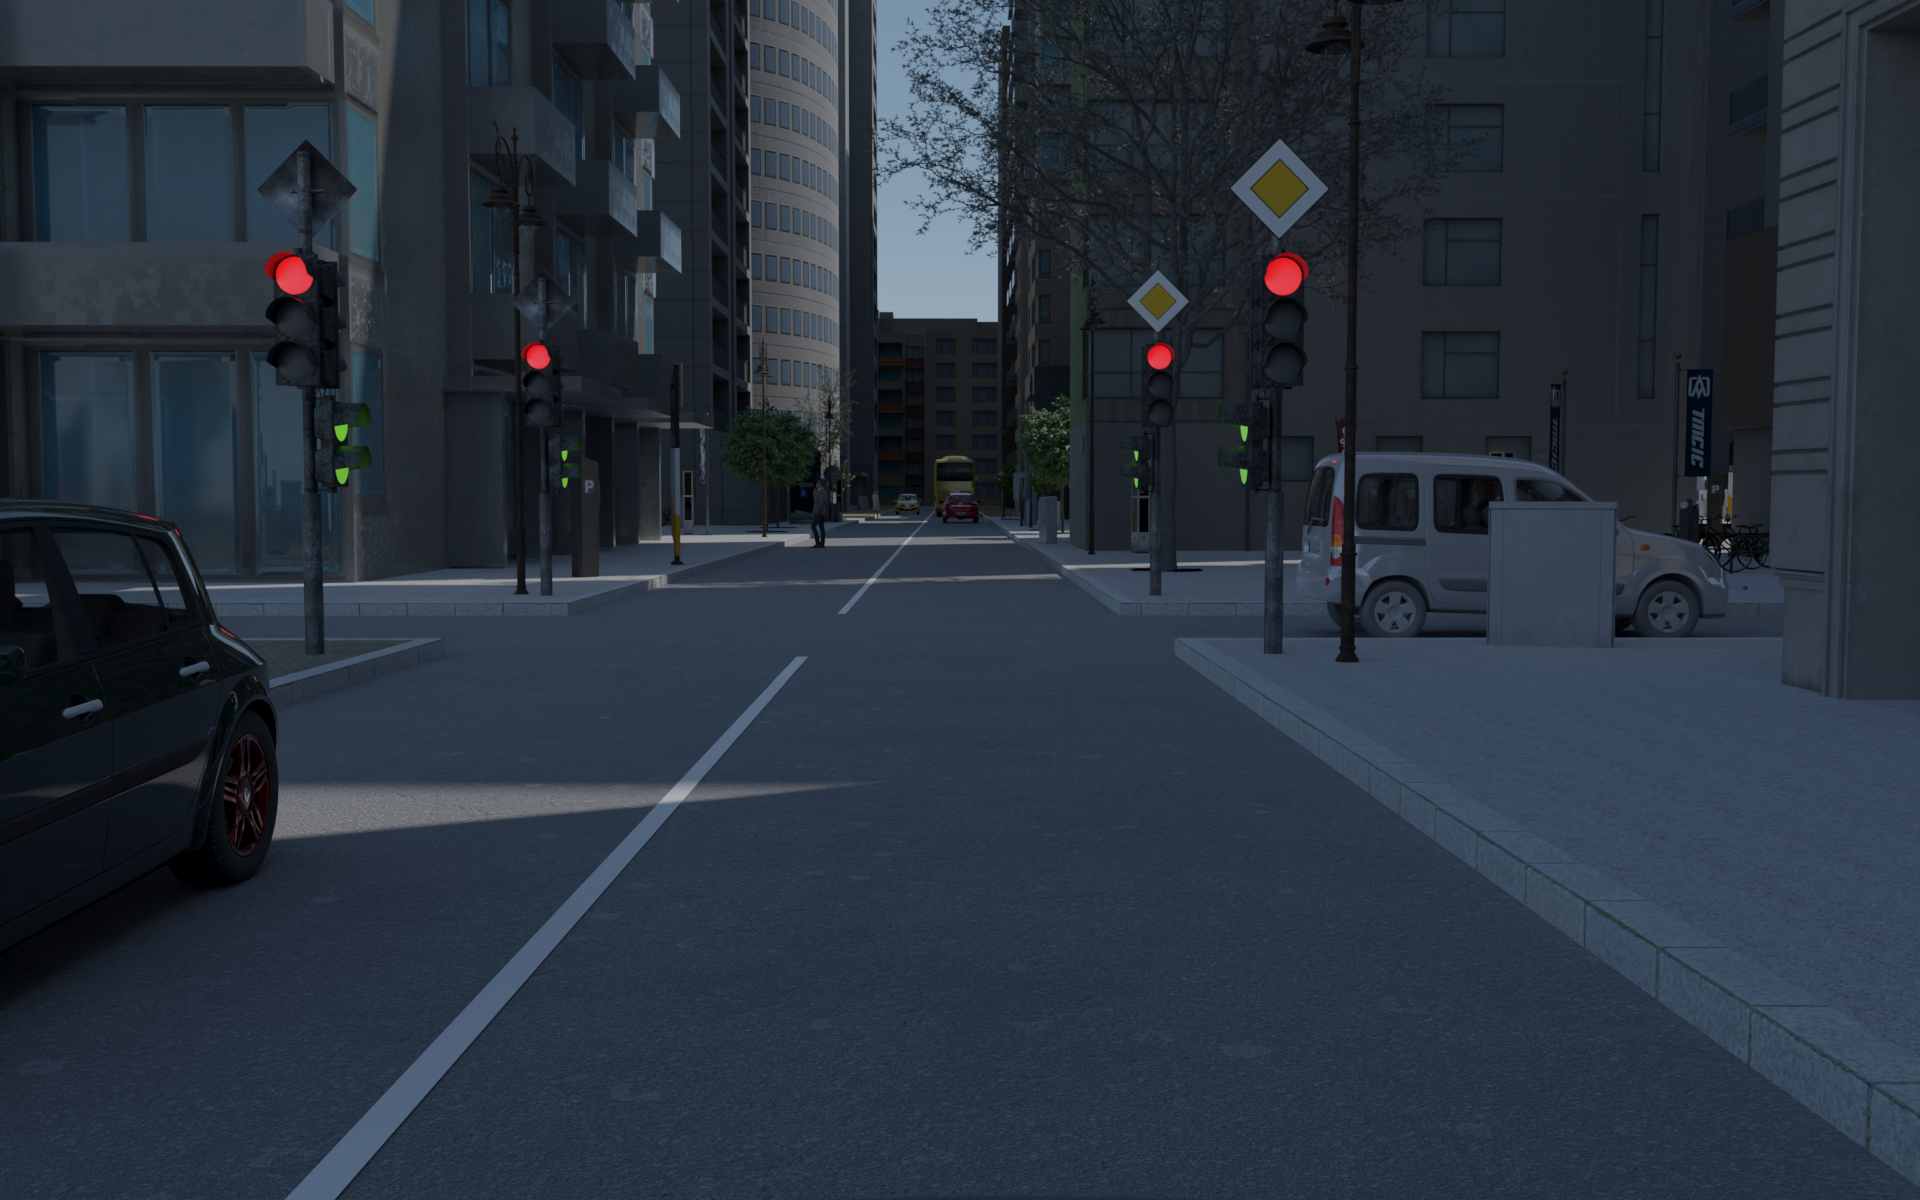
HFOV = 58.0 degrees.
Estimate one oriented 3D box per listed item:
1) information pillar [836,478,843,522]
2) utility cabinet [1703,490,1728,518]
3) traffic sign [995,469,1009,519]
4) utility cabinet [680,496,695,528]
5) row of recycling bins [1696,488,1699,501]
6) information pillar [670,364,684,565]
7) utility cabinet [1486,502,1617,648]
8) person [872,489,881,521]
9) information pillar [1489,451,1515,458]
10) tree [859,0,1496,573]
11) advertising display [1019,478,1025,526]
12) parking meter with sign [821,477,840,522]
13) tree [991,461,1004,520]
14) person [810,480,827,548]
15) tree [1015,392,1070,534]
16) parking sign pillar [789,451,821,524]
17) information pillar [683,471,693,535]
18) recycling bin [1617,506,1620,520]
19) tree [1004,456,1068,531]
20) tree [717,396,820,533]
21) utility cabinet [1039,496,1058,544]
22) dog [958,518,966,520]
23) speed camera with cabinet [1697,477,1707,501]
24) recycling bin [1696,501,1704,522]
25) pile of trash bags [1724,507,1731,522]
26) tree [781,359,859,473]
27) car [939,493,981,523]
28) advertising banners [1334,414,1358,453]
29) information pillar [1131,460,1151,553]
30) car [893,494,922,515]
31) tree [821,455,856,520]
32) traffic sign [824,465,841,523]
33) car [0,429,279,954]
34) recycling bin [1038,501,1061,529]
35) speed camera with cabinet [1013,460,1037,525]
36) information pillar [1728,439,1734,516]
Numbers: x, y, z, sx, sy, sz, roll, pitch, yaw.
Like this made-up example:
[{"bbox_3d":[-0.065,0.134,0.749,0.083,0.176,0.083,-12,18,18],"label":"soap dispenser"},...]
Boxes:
[{"bbox_3d":[-5.591,-4.633,80.248,0.304,2.012,0.304,0,4,-1],"label":"information pillar"},{"bbox_3d":[40.299,-5.119,92.369,0.318,1.500,1.173,-3,4,-38],"label":"utility cabinet"},{"bbox_3d":[2.197,-5.438,89.019,0.768,2.556,0.104,0,4,3],"label":"traffic sign"},{"bbox_3d":[-10.400,-3.311,65.295,0.306,1.237,1.020,1,4,23],"label":"utility cabinet"},{"bbox_3d":[30.661,-4.058,73.454,1.069,1.692,3.534,1,4,18],"label":"row of recycling bins"},{"bbox_3d":[-5.165,-2.451,31.429,0.183,3.616,0.504,-1,4,-19],"label":"information pillar"},{"bbox_3d":[5.012,-0.215,14.684,1.020,1.237,0.306,1,4,19],"label":"utility cabinet"},{"bbox_3d":[-4.525,-5.156,93.555,0.466,1.731,0.760,0,4,6],"label":"person"},{"bbox_3d":[9.291,-1.545,29.752,0.304,2.012,0.304,-2,4,-35],"label":"information pillar"},{"bbox_3d":[3.498,-7.209,28.243,12.009,13.543,11.850,0,3,0],"label":"tree"},{"bbox_3d":[2.463,-3.896,68.907,0.123,1.923,0.974,0,4,7],"label":"advertising display"},{"bbox_3d":[-6.339,-5.064,79.051,1.738,3.016,0.543,1,4,15],"label":"parking meter with sign"},{"bbox_3d":[2.379,-5.633,86.707,1.663,3.219,1.824,0,3,0],"label":"tree"},{"bbox_3d":[-3.770,-2.292,46.150,0.473,1.802,0.592,1,4,22],"label":"person"},{"bbox_3d":[3.400,-4.435,56.233,4.285,4.588,4.351,0,3,0],"label":"tree"},{"bbox_3d":[-6.660,-5.278,74.774,1.447,3.967,1.447,2,4,26],"label":"parking sign pillar"},{"bbox_3d":[-8.620,-3.083,54.905,0.304,2.012,0.304,-1,4,-9],"label":"information pillar"},{"bbox_3d":[34.224,-4.694,89.305,0.722,1.027,0.722,1,4,12],"label":"recycling bin"},{"bbox_3d":[2.851,-4.036,60.590,1.663,3.219,1.824,0,3,0],"label":"tree"},{"bbox_3d":[-6.485,-4.559,58.254,4.285,4.588,4.351,0,3,0],"label":"tree"},{"bbox_3d":[2.287,-2.078,45.130,0.306,1.237,1.020,-1,4,-9],"label":"utility cabinet"},{"bbox_3d":[0.130,-4.638,96.030,0.550,0.427,0.748,1,4,9],"label":"dog"},{"bbox_3d":[35.293,-5.415,82.877,0.660,3.252,2.038,2,4,30],"label":"speed camera with cabinet"},{"bbox_3d":[27.158,-3.177,64.500,0.722,1.027,0.722,-2,4,-28],"label":"recycling bin"},{"bbox_3d":[40.941,-4.769,87.720,3.447,1.369,1.912,-1,4,-14],"label":"pile of trash bags"},{"bbox_3d":[-7.373,-8.796,94.177,4.360,8.622,3.978,0,3,0],"label":"tree"},{"bbox_3d":[0.007,-4.750,86.705,2.155,1.783,4.494,0,4,-1],"label":"car"},{"bbox_3d":[9.219,-2.552,37.907,2.074,3.025,0.090,1,4,19],"label":"advertising banners"},{"bbox_3d":[3.917,-2.022,37.546,0.304,2.012,0.304,-1,4,-23],"label":"information pillar"},{"bbox_3d":[-3.675,-6.829,121.872,2.015,1.641,3.980,0,4,-1],"label":"car"},{"bbox_3d":[-6.247,-5.636,86.745,1.663,3.219,1.824,0,3,0],"label":"tree"},{"bbox_3d":[-5.639,-4.662,76.335,0.768,2.556,0.104,0,4,6],"label":"traffic sign"},{"bbox_3d":[-3.435,0.293,5.000,2.009,1.686,4.222,0,4,-1],"label":"car"},{"bbox_3d":[3.251,-3.082,62.938,0.722,1.027,0.722,1,4,11],"label":"recycling bin"},{"bbox_3d":[2.722,-4.771,72.333,0.660,3.252,2.038,1,4,16],"label":"speed camera with cabinet"},{"bbox_3d":[29.590,-4.577,66.195,0.183,3.616,0.504,-1,4,-20],"label":"information pillar"}]
